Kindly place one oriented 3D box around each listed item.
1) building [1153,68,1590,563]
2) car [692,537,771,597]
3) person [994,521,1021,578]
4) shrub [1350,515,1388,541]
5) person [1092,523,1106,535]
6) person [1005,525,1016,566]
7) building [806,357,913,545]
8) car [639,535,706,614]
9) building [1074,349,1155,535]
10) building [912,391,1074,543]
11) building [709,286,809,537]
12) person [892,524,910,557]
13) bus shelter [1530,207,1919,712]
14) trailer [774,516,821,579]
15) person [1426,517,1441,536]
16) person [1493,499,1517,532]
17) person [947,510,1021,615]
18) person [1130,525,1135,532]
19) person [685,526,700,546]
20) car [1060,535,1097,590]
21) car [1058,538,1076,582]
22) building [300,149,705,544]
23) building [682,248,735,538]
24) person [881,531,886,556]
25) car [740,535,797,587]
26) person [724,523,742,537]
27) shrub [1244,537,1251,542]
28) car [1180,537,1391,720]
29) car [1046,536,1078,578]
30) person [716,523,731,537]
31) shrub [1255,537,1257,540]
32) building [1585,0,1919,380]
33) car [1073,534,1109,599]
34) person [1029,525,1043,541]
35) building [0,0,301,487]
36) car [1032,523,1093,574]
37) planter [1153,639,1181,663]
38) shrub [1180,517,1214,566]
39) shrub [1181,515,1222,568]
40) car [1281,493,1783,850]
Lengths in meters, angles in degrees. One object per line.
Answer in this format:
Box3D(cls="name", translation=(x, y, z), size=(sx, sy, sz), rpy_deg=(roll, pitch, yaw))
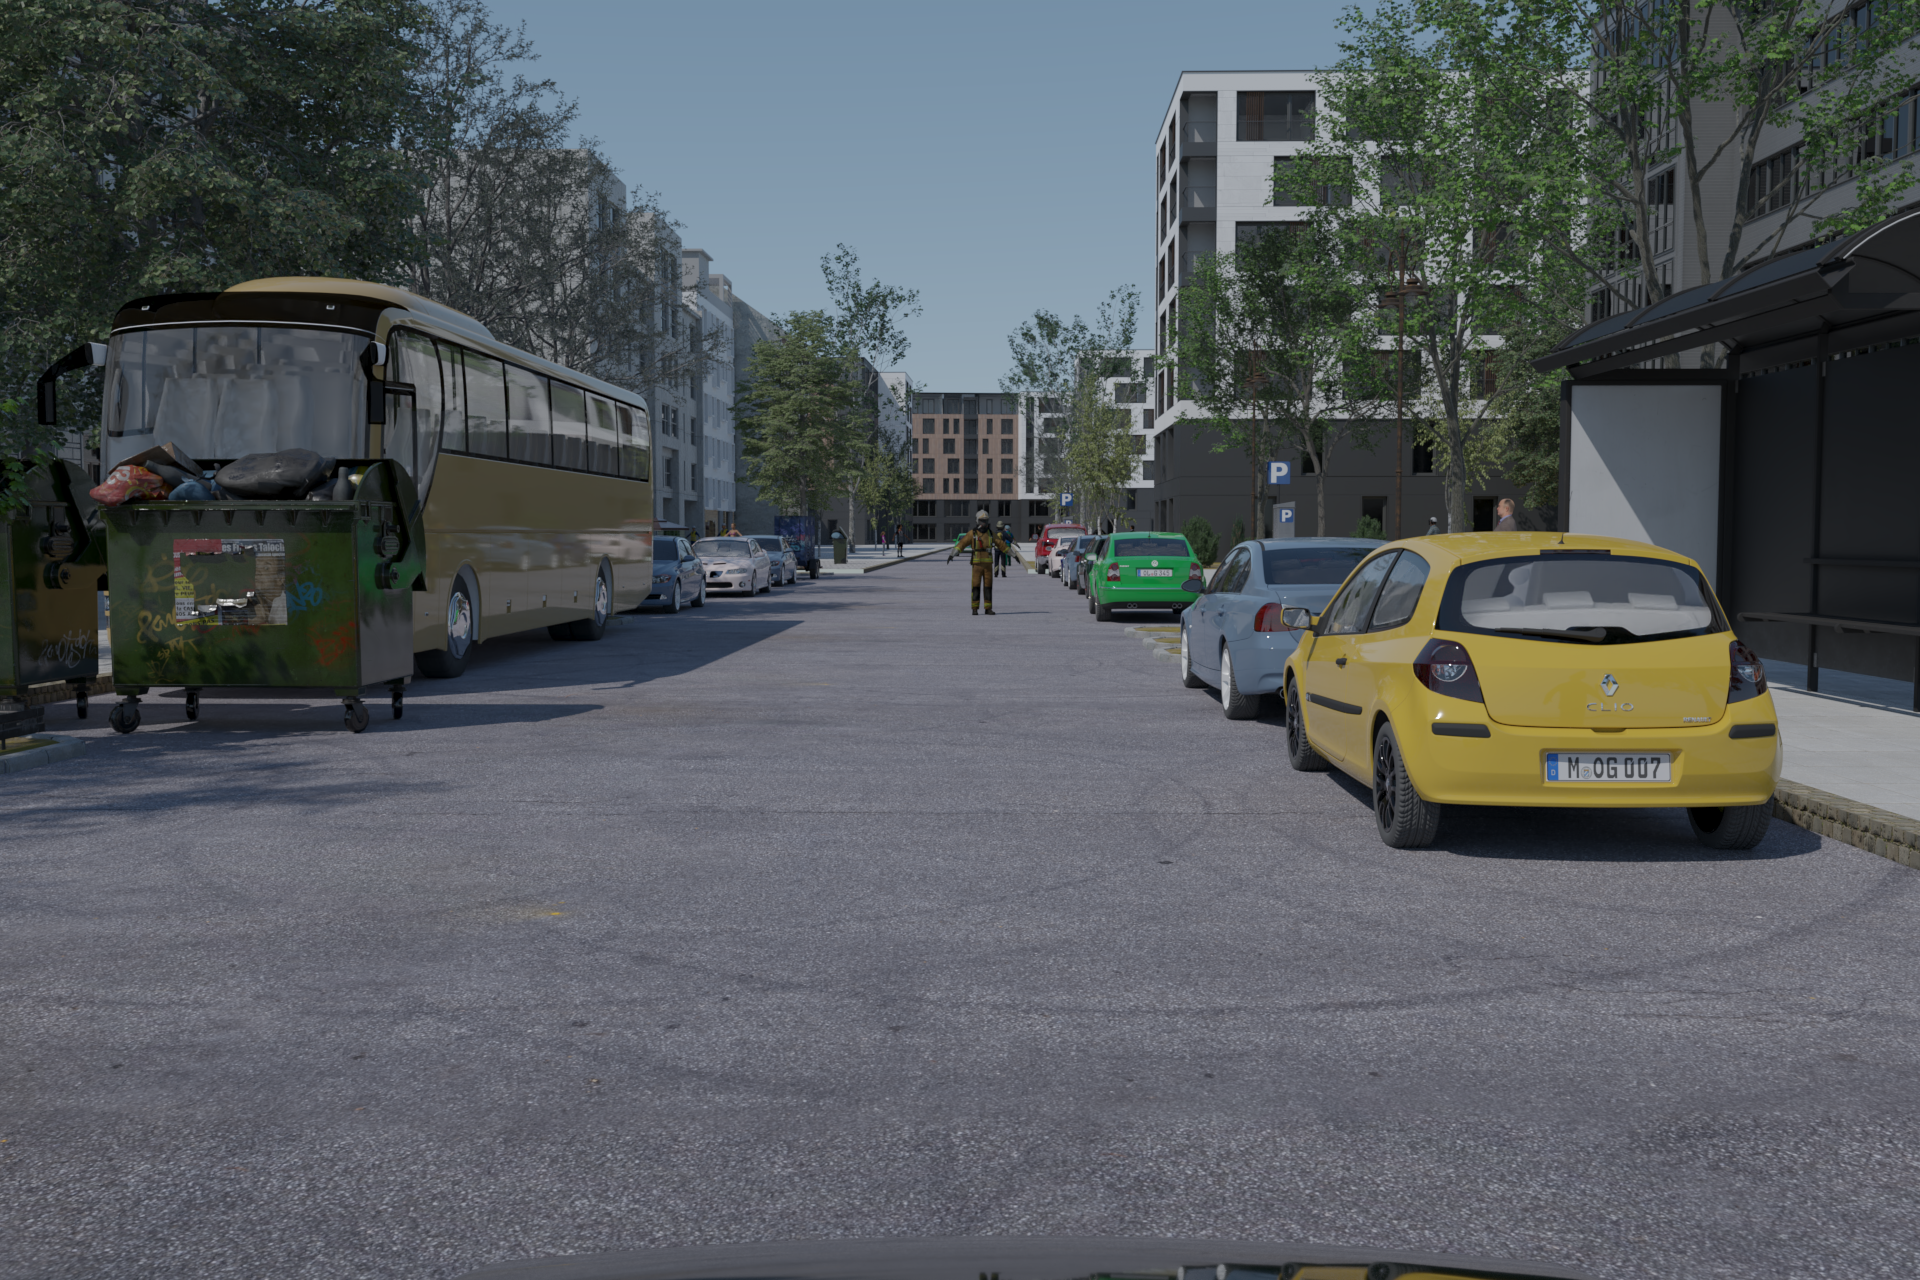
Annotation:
Box3D(cls="building", translation=(24.183, -15.210, 92.665), size=(27.936, 21.610, 32.646), rpy_deg=(0, 4, 2))
Box3D(cls="car", translation=(-5.581, -1.752, 41.001), size=(2.083, 1.381, 4.827), rpy_deg=(0, 4, 1))
Box3D(cls="person", translation=(1.328, -2.989, 57.109), size=(1.354, 1.856, 0.705), rpy_deg=(0, 4, 8))
Box3D(cls="shrub", translation=(16.133, -3.947, 68.579), size=(1.661, 2.075, 1.752), rpy_deg=(0, 3, 0))
Box3D(cls="person", translation=(6.910, -4.867, 85.508), size=(1.347, 1.837, 0.705), rpy_deg=(-2, 4, -24))
Box3D(cls="person", translation=(2.082, -4.188, 77.055), size=(0.704, 1.817, 1.347), rpy_deg=(3, 5, 45))
Box3D(cls="building", translation=(-20.866, -22.776, 216.365), size=(27.936, 21.610, 32.646), rpy_deg=(0, 4, 2))
Box3D(cls="car", translation=(-5.916, -1.267, 32.717), size=(2.014, 1.417, 4.499), rpy_deg=(0, 4, 1))
Box3D(cls="building", translation=(27.499, -22.233, 207.487), size=(27.936, 21.610, 32.646), rpy_deg=(0, 4, 2))
Box3D(cls="building", translation=(5.209, -25.243, 259.154), size=(32.646, 21.610, 27.936), rpy_deg=(0, 4, -5))
Box3D(cls="building", translation=(-22.529, -18.846, 139.056), size=(19.493, 23.208, 18.063), rpy_deg=(0, 4, 1))
Box3D(cls="person", translation=(-3.298, -5.493, 95.956), size=(0.704, 1.843, 1.345), rpy_deg=(3, 5, 43))
Box3D(cls="bus shelter", translation=(6.188, -1.179, 13.197), size=(2.014, 3.302, 5.546), rpy_deg=(0, 4, 1))
Box3D(cls="trailer", translation=(-5.282, -2.913, 54.670), size=(1.471, 1.999, 3.904), rpy_deg=(0, 4, 2))
Box3D(cls="person", translation=(15.970, -3.225, 58.574), size=(0.704, 1.849, 1.345), rpy_deg=(3, 5, 45))
Box3D(cls="person", translation=(7.321, -1.031, 23.450), size=(0.434, 1.755, 0.990), rpy_deg=(1, 4, 22))
Box3D(cls="person", translation=(0.400, -1.370, 30.627), size=(1.354, 1.858, 0.705), rpy_deg=(-1, 4, -16))
Box3D(cls="person", translation=(8.893, -5.104, 90.164), size=(0.721, 1.740, 1.216), rpy_deg=(3, 5, 44))
Box3D(cls="person", translation=(-15.730, -5.838, 101.916), size=(1.216, 1.772, 0.721), rpy_deg=(2, 4, 33))
Box3D(cls="car", translation=(3.681, -2.075, 45.925), size=(2.014, 1.417, 4.499), rpy_deg=(0, 4, 1))
Box3D(cls="car", translation=(3.838, -2.319, 50.495), size=(1.945, 1.354, 3.894), rpy_deg=(0, 4, 1))
Box3D(cls="building", translation=(-25.137, -14.021, 95.697), size=(16.747, 18.905, 31.486), rpy_deg=(0, 4, 1))
Box3D(cls="building", translation=(-22.037, -15.888, 116.185), size=(16.016, 20.090, 11.380), rpy_deg=(0, 4, 1))
Box3D(cls="person", translation=(-4.399, -5.628, 101.283), size=(0.599, 1.433, 0.991), rpy_deg=(0, 4, -5))
Box3D(cls="car", translation=(-5.625, -2.239, 48.603), size=(2.014, 1.417, 4.499), rpy_deg=(0, 4, 1))
Box3D(cls="person", translation=(-9.319, -3.922, 70.924), size=(1.217, 1.733, 0.721), rpy_deg=(2, 4, 26))
Box3D(cls="shrub", translation=(10.953, -3.333, 65.617), size=(1.383, 1.207, 1.383), rpy_deg=(0, 3, 0))
Box3D(cls="car", translation=(2.932, -0.162, 14.651), size=(2.014, 1.417, 4.499), rpy_deg=(0, 4, 1))
Box3D(cls="car", translation=(3.919, -2.775, 57.729), size=(2.083, 1.381, 4.827), rpy_deg=(0, 4, 1))
Box3D(cls="person", translation=(-11.836, -4.940, 86.738), size=(1.349, 1.833, 0.705), rpy_deg=(3, 5, 41))
Box3D(cls="shrub", translation=(12.030, -3.625, 70.380), size=(1.383, 1.207, 1.383), rpy_deg=(0, 3, 0))
Box3D(cls="building", translation=(29.868, -14.144, 50.321), size=(14.314, 24.678, 30.058), rpy_deg=(0, 4, 2))
Box3D(cls="car", translation=(3.624, -1.825, 39.622), size=(2.009, 1.686, 4.222), rpy_deg=(0, 3, 0))
Box3D(cls="person", translation=(4.478, -5.568, 97.217), size=(1.347, 1.806, 0.705), rpy_deg=(-3, 4, -36))
Box3D(cls="building", translation=(-29.688, -13.348, 54.394), size=(11.583, 22.565, 21.152), rpy_deg=(0, 4, 1))
Box3D(cls="car", translation=(3.794, -3.342, 63.316), size=(2.281, 1.827, 5.304), rpy_deg=(0, 4, 1))
Box3D(cls="planter", translation=(3.250, 0.074, 19.937), size=(1.991, 0.319, 1.994), rpy_deg=(0, 4, 0))
Box3D(cls="shrub", translation=(9.365, -3.944, 68.908), size=(1.690, 2.028, 1.600), rpy_deg=(0, 3, 0))
Box3D(cls="shrub", translation=(9.022, -3.727, 65.364), size=(1.690, 2.028, 1.600), rpy_deg=(0, 3, 0))
Box3D(cls="car", translation=(2.823, 0.056, 9.309), size=(2.015, 1.641, 3.980), rpy_deg=(0, 4, 2))
